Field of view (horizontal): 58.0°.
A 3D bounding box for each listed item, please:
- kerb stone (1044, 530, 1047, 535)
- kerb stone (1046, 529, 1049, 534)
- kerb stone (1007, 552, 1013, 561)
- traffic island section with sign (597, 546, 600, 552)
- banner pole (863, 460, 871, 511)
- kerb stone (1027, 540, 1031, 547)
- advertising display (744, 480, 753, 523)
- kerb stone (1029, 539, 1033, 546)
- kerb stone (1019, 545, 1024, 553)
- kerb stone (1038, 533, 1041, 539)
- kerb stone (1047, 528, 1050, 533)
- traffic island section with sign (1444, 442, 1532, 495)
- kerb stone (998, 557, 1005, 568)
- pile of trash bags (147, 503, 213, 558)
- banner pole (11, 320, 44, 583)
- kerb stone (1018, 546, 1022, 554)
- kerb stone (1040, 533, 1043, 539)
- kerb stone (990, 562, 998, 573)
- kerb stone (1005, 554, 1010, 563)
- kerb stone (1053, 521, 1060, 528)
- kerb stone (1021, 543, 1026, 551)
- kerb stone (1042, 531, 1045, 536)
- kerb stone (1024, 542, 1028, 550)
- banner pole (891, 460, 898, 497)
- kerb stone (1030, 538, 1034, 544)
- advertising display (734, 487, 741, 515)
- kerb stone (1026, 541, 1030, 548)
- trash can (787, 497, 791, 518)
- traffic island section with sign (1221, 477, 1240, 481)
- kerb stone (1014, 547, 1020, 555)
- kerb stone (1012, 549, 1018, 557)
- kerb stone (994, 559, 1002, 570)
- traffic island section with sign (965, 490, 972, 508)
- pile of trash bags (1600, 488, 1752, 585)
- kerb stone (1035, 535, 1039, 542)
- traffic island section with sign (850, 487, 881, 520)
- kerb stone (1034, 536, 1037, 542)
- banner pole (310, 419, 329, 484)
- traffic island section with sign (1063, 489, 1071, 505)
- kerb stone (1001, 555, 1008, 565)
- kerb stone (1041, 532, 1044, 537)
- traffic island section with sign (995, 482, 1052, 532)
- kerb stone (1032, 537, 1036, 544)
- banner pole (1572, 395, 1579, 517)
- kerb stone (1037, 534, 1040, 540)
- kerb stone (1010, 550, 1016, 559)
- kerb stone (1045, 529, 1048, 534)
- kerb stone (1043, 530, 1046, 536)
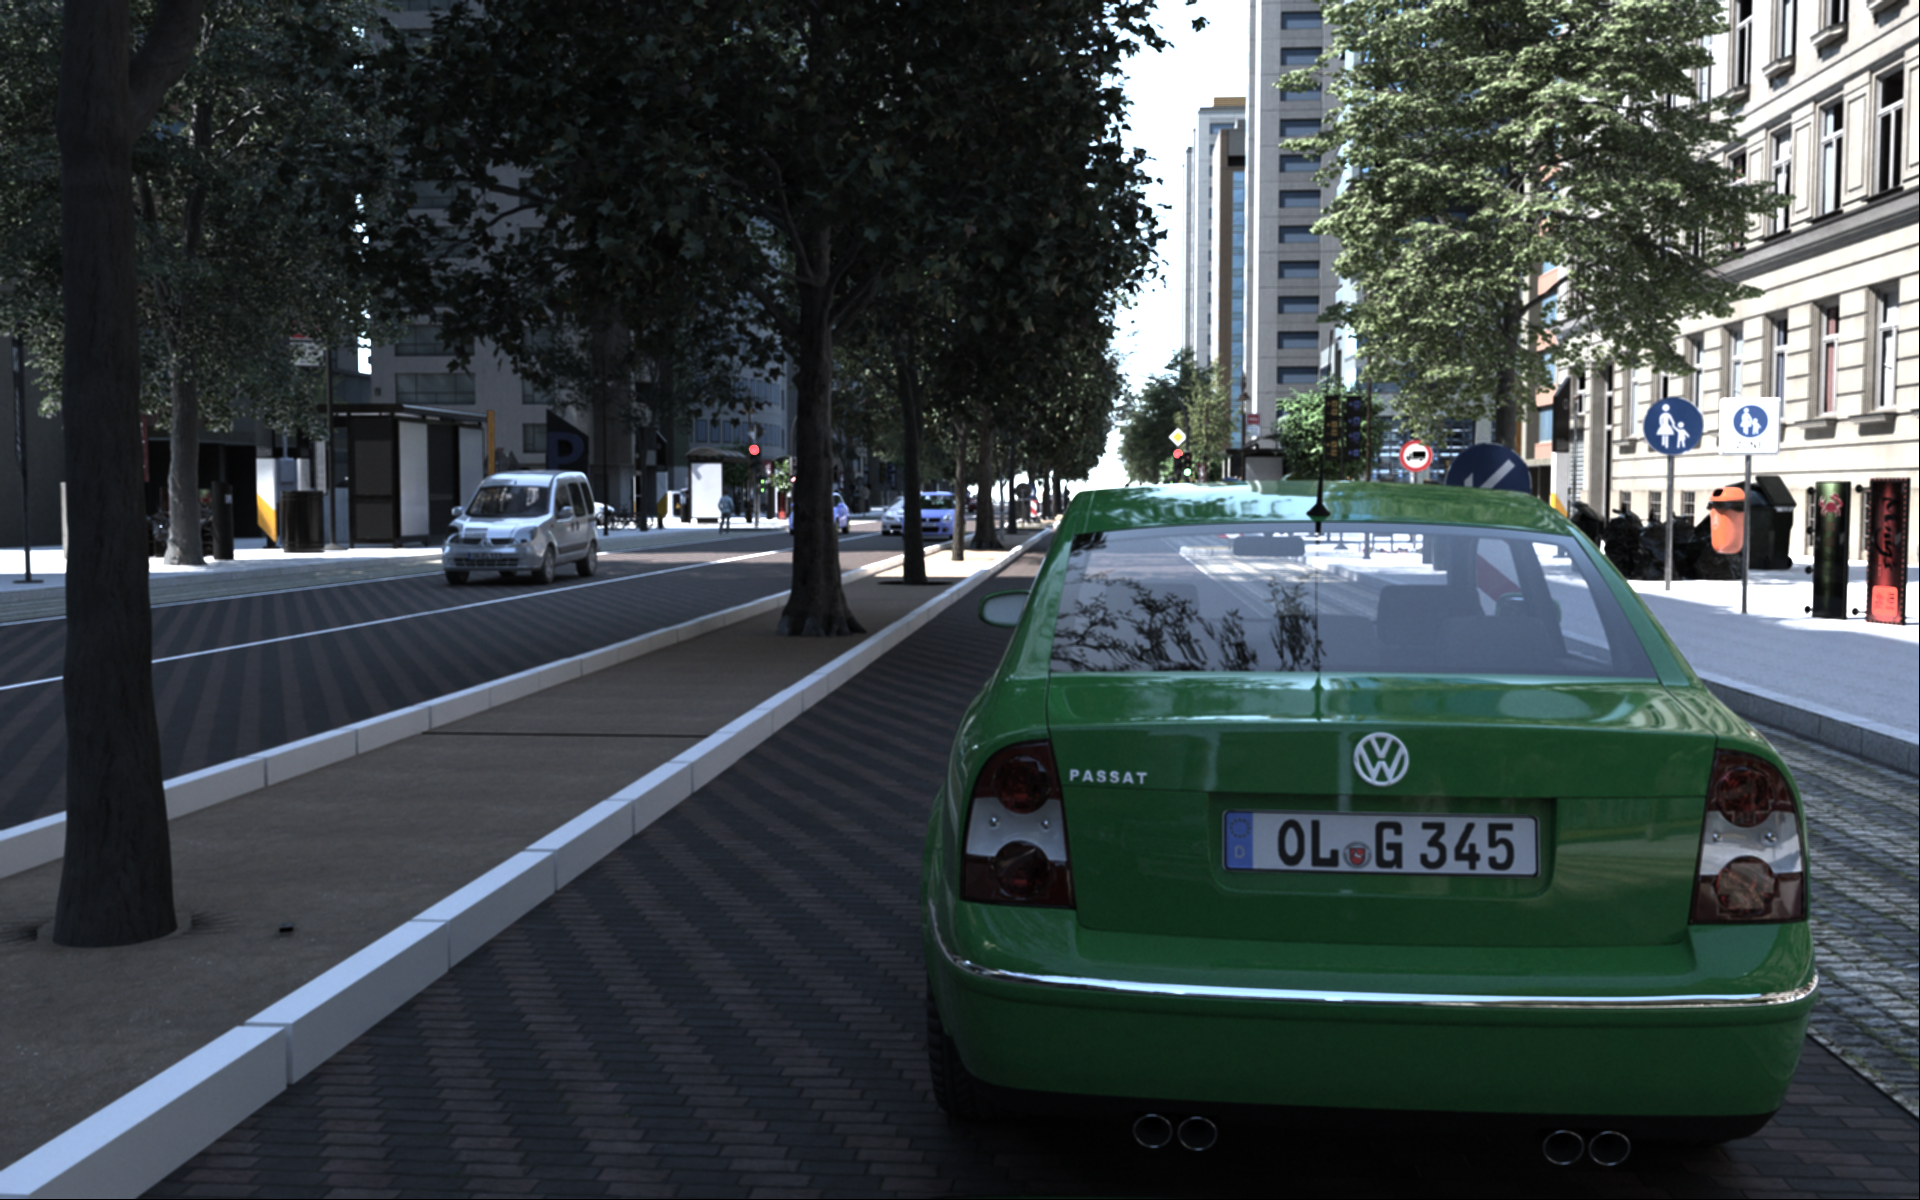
[{"bbox_3d":[2.744,-2.173,57.826,0.120,0.150,1.000,0,4,5],"label":"kerb stone"},{"bbox_3d":[2.909,-2.304,59.864,0.120,0.150,1.000,0,4,5],"label":"kerb stone"},{"bbox_3d":[0.975,-0.861,36.367,0.120,0.150,1.000,0,4,5],"label":"kerb stone"},{"bbox_3d":[-9.918,-2.062,42.347,1.989,1.847,2.006,0,4,5],"label":"traffic island section with sign"},{"bbox_3d":[-6.819,-8.454,128.247,0.863,3.779,0.401,3,4,37],"label":"banner pole"},{"bbox_3d":[1.731,-1.429,45.558,0.120,0.150,1.000,0,4,5],"label":"kerb stone"},{"bbox_3d":[-9.526,-4.466,78.235,0.123,1.923,0.974,1,4,9],"label":"advertising display"},{"bbox_3d":[1.811,-1.486,46.578,0.120,0.150,1.000,0,4,5],"label":"kerb stone"},{"bbox_3d":[1.394,-1.178,41.483,0.120,0.150,1.000,0,4,5],"label":"kerb stone"},{"bbox_3d":[2.326,-1.866,52.711,0.120,0.150,1.000,0,4,5],"label":"kerb stone"},{"bbox_3d":[2.992,-2.366,60.884,0.120,0.150,1.000,0,4,5],"label":"kerb stone"},{"bbox_3d":[4.027,-0.337,14.142,1.989,1.847,2.006,0,4,5],"label":"traffic island section with sign"},{"bbox_3d":[0.728,-0.679,33.295,0.120,0.150,1.000,0,4,5],"label":"kerb stone"},{"bbox_3d":[-17.015,-1.603,35.965,3.447,1.369,1.912,1,4,16],"label":"pile of trash bags"},{"bbox_3d":[-13.414,-2.124,24.742,0.401,3.779,0.863,-1,4,-18],"label":"banner pole"},{"bbox_3d":[1.303,-1.115,40.462,0.120,0.150,1.000,0,4,5],"label":"kerb stone"},{"bbox_3d":[2.404,-1.929,53.735,0.120,0.150,1.000,0,4,5],"label":"kerb stone"},{"bbox_3d":[0.552,-0.552,31.257,0.120,0.150,1.000,0,4,5],"label":"kerb stone"},{"bbox_3d":[0.885,-0.802,35.339,0.120,0.150,1.000,0,4,5],"label":"kerb stone"},{"bbox_3d":[4.305,-3.339,76.789,0.120,0.150,1.000,0,4,5],"label":"kerb stone"},{"bbox_3d":[1.478,-1.239,42.502,0.120,0.150,1.000,0,4,5],"label":"kerb stone"},{"bbox_3d":[2.565,-2.055,55.789,0.120,0.150,1.000,0,4,5],"label":"kerb stone"},{"bbox_3d":[1.562,-1.299,43.521,0.120,0.150,1.000,0,4,5],"label":"kerb stone"},{"bbox_3d":[-4.775,-8.398,127.317,0.863,3.779,0.401,3,4,36],"label":"banner pole"},{"bbox_3d":[1.893,-1.554,47.597,0.120,0.150,1.000,0,4,5],"label":"kerb stone"},{"bbox_3d":[-13.554,-6.131,105.454,0.123,1.923,0.974,1,4,12],"label":"advertising display"},{"bbox_3d":[1.657,-1.367,44.539,0.120,0.150,1.000,0,4,5],"label":"kerb stone"},{"bbox_3d":[-8.728,-4.822,90.497,0.748,1.137,0.748,0,3,0],"label":"trash can"},{"bbox_3d":[6.244,-1.981,41.011,1.989,1.847,2.006,0,4,5],"label":"traffic island section with sign"},{"bbox_3d":[1.223,-1.051,39.439,0.120,0.150,1.000,0,4,5],"label":"kerb stone"},{"bbox_3d":[1.143,-0.987,38.418,0.120,0.150,1.000,0,4,5],"label":"kerb stone"},{"bbox_3d":[0.638,-0.616,32.275,0.120,0.150,1.000,0,4,5],"label":"kerb stone"},{"bbox_3d":[0.884,-10.083,173.491,1.989,1.847,2.006,0,4,5],"label":"traffic island section with sign"},{"bbox_3d":[10.821,-0.979,25.755,1.912,1.369,3.447,0,3,0],"label":"pile of trash bags"},{"bbox_3d":[2.152,-1.741,50.661,0.120,0.150,1.000,0,4,5],"label":"kerb stone"},{"bbox_3d":[-5.387,-5.430,97.411,1.989,1.847,2.006,0,4,5],"label":"traffic island section with sign"},{"bbox_3d":[2.058,-1.678,49.639,0.120,0.150,1.000,0,4,5],"label":"kerb stone"},{"bbox_3d":[-18.541,-3.702,50.538,0.863,3.779,0.401,-3,4,-38],"label":"banner pole"},{"bbox_3d":[9.158,-8.593,148.624,2.006,1.907,1.989,0,4,5],"label":"traffic island section with sign"},{"bbox_3d":[0.806,-0.741,34.320,0.120,0.150,1.000,0,4,5],"label":"kerb stone"},{"bbox_3d":[2.489,-1.986,54.764,0.120,0.150,1.000,0,4,5],"label":"kerb stone"},{"bbox_3d":[2.379,-3.561,66.356,2.006,1.907,1.989,0,4,5],"label":"traffic island section with sign"},{"bbox_3d":[1.979,-1.614,48.620,0.120,0.150,1.000,0,4,5],"label":"kerb stone"},{"bbox_3d":[15.486,-3.279,43.623,0.401,3.779,0.863,1,4,19],"label":"banner pole"},{"bbox_3d":[2.232,-1.803,51.681,0.120,0.150,1.000,0,4,5],"label":"kerb stone"},{"bbox_3d":[1.061,-0.925,37.389,0.120,0.150,1.000,0,4,5],"label":"kerb stone"},{"bbox_3d":[2.820,-2.232,58.846,0.120,0.150,1.000,0,4,5],"label":"kerb stone"},{"bbox_3d":[2.660,-2.117,56.807,0.120,0.150,1.000,0,4,5],"label":"kerb stone"}]
